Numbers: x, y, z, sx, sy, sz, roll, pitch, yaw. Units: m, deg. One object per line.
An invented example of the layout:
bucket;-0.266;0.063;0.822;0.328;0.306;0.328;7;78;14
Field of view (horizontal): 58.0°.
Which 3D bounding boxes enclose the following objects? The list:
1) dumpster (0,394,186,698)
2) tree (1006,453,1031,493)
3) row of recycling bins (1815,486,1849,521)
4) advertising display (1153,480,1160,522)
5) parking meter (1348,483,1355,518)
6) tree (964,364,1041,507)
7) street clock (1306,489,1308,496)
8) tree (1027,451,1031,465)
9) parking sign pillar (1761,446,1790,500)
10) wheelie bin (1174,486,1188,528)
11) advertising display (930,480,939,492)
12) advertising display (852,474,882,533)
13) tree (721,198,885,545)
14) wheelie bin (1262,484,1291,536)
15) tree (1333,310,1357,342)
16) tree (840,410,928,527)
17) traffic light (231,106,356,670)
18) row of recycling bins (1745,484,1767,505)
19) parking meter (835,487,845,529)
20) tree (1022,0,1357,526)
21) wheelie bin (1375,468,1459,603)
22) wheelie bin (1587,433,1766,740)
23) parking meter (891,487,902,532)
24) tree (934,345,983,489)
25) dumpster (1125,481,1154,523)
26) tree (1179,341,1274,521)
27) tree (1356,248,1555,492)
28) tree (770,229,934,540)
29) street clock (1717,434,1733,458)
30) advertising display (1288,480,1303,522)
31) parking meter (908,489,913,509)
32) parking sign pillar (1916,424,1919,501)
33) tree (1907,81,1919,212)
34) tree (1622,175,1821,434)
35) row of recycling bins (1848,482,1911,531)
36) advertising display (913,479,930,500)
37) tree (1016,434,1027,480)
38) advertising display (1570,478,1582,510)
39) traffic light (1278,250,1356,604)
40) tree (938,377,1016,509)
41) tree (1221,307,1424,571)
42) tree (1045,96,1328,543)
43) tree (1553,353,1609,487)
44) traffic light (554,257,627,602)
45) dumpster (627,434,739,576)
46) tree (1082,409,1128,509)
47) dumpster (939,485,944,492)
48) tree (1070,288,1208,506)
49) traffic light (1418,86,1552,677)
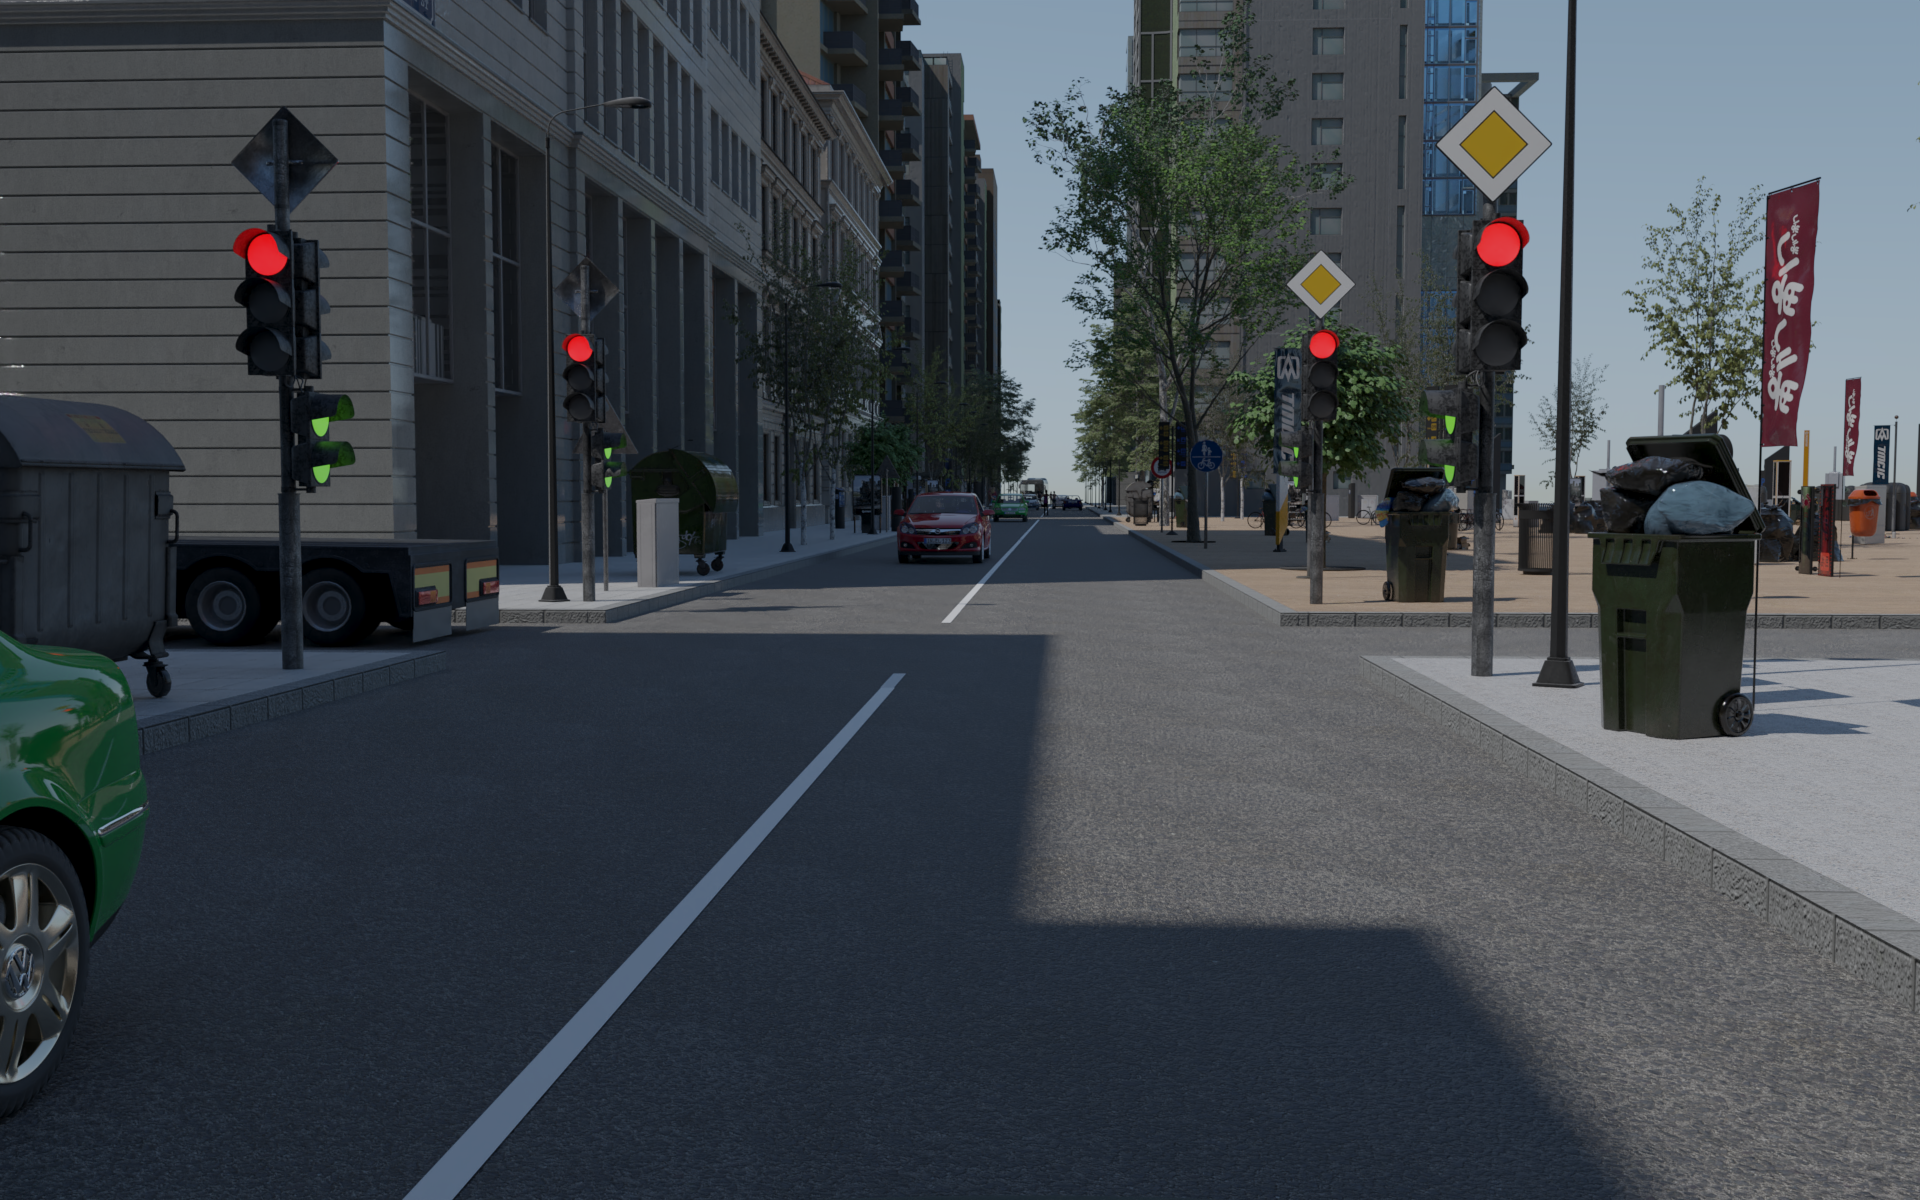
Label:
dumpster;-5.595;-0.271;10.194;1.264;1.857;1.865;0;4;3
tree;7.986;-17.958;243.971;4.737;8.622;4.395;0;3;0
row of recycling bins;42.338;-4.686;83.723;1.069;1.692;3.534;0;4;-2
advertising display;9.207;-4.551;79.629;0.123;1.923;0.974;-2;4;-30
parking meter;20.703;-5.250;91.549;0.255;1.863;0.399;-1;4;-9
tree;2.879;-16.159;170.857;9.857;13.997;8.962;0;3;0
street clock;16.646;-4.770;82.567;0.358;2.002;0.471;1;4;20
tree;6.294;-15.735;207.633;4.360;8.622;3.978;0;3;0
parking sign pillar;42.951;-6.288;91.273;1.447;3.967;1.447;0;4;-3
wheelie bin;8.571;-3.558;66.088;0.980;1.594;0.693;-2;4;-35
advertising display;-1.416;-4.403;77.199;0.974;1.923;0.123;1;4;9
advertising display;-3.039;-3.152;56.742;0.974;1.923;0.123;0;4;8
tree;-3.905;-5.679;43.210;4.360;8.622;3.978;0;3;0
wheelie bin;9.722;-2.785;53.436;0.980;1.594;0.693;-2;4;-33
tree;14.003;-6.433;55.534;4.360;8.622;3.978;0;3;0
tree;-2.969;-5.115;67.340;4.285;4.588;4.351;0;3;0
traffic light;-4.882;-1.448;12.598;0.839;4.253;0.868;0;4;3
row of recycling bins;33.093;-4.065;73.577;3.534;1.692;1.069;-3;4;-38
parking meter;-4.448;-3.405;64.088;0.372;1.533;0.369;0;3;0
tree;8.609;-12.948;67.581;12.611;20.169;13.585;0;3;0
wheelie bin;5.469;-0.778;20.621;0.980;1.594;0.693;0;4;-4
wheelie bin;3.822;-0.084;9.274;0.693;1.594;0.980;-2;4;-24
parking meter;-2.167;-3.109;59.236;0.372;1.533;0.369;0;3;0
tree;-1.208;-8.222;84.789;4.737;8.622;4.395;0;3;0
dumpster;8.121;-4.444;78.411;1.264;1.857;1.865;0;4;3
tree;12.287;-7.981;80.855;4.360;8.622;3.978;0;3;0
tree;14.224;-6.076;49.707;4.360;8.622;3.978;0;3;0
tree;-3.577;-6.027;48.903;4.737;8.622;4.395;0;3;0
street clock;9.084;-1.002;20.947;0.358;2.002;0.471;-1;4;-13
advertising display;15.479;-4.616;80.685;0.974;1.923;0.123;1;4;22
parking meter;-2.356;-4.646;84.380;0.372;1.533;0.369;0;3;0
parking sign pillar;37.275;-4.783;66.679;1.447;3.967;1.447;-3;5;-44
tree;17.501;-4.763;28.245;4.737;8.622;4.395;0;3;0
tree;17.819;-5.542;40.966;4.737;8.622;4.395;0;3;0
row of recycling bins;32.206;-3.251;60.274;3.534;1.692;1.069;-3;5;-45
advertising display;-1.751;-4.342;76.210;0.123;1.923;0.974;-3;4;-37
tree;2.246;-11.493;138.265;4.360;8.622;3.978;0;3;0
advertising display;24.069;-3.860;68.325;0.974;1.923;0.123;-1;4;-18
traffic light;4.135;-1.906;20.084;0.839;4.253;0.868;0;4;3
tree;0.462;-9.746;109.708;4.360;8.622;3.978;0;3;0
tree;6.249;-2.789;29.320;4.285;4.588;4.351;0;3;0
tree;6.079;-7.326;45.534;9.928;11.665;9.643;0;3;0
tree;32.215;-8.614;91.208;4.360;8.622;3.978;0;3;0
traffic light;-4.412;-1.936;20.570;0.839;4.253;0.868;0;4;3
dumpster;-4.480;-1.553;27.884;1.502;2.255;1.985;0;4;3
tree;12.051;-11.921;145.278;4.360;8.622;3.978;0;3;0
dumpster;-1.421;-4.595;80.893;1.264;1.857;1.865;0;4;3
tree;9.995;-10.869;95.834;7.486;12.596;7.792;0;3;0
traffic light;3.665;-1.418;12.112;0.839;4.253;0.868;0;4;3
